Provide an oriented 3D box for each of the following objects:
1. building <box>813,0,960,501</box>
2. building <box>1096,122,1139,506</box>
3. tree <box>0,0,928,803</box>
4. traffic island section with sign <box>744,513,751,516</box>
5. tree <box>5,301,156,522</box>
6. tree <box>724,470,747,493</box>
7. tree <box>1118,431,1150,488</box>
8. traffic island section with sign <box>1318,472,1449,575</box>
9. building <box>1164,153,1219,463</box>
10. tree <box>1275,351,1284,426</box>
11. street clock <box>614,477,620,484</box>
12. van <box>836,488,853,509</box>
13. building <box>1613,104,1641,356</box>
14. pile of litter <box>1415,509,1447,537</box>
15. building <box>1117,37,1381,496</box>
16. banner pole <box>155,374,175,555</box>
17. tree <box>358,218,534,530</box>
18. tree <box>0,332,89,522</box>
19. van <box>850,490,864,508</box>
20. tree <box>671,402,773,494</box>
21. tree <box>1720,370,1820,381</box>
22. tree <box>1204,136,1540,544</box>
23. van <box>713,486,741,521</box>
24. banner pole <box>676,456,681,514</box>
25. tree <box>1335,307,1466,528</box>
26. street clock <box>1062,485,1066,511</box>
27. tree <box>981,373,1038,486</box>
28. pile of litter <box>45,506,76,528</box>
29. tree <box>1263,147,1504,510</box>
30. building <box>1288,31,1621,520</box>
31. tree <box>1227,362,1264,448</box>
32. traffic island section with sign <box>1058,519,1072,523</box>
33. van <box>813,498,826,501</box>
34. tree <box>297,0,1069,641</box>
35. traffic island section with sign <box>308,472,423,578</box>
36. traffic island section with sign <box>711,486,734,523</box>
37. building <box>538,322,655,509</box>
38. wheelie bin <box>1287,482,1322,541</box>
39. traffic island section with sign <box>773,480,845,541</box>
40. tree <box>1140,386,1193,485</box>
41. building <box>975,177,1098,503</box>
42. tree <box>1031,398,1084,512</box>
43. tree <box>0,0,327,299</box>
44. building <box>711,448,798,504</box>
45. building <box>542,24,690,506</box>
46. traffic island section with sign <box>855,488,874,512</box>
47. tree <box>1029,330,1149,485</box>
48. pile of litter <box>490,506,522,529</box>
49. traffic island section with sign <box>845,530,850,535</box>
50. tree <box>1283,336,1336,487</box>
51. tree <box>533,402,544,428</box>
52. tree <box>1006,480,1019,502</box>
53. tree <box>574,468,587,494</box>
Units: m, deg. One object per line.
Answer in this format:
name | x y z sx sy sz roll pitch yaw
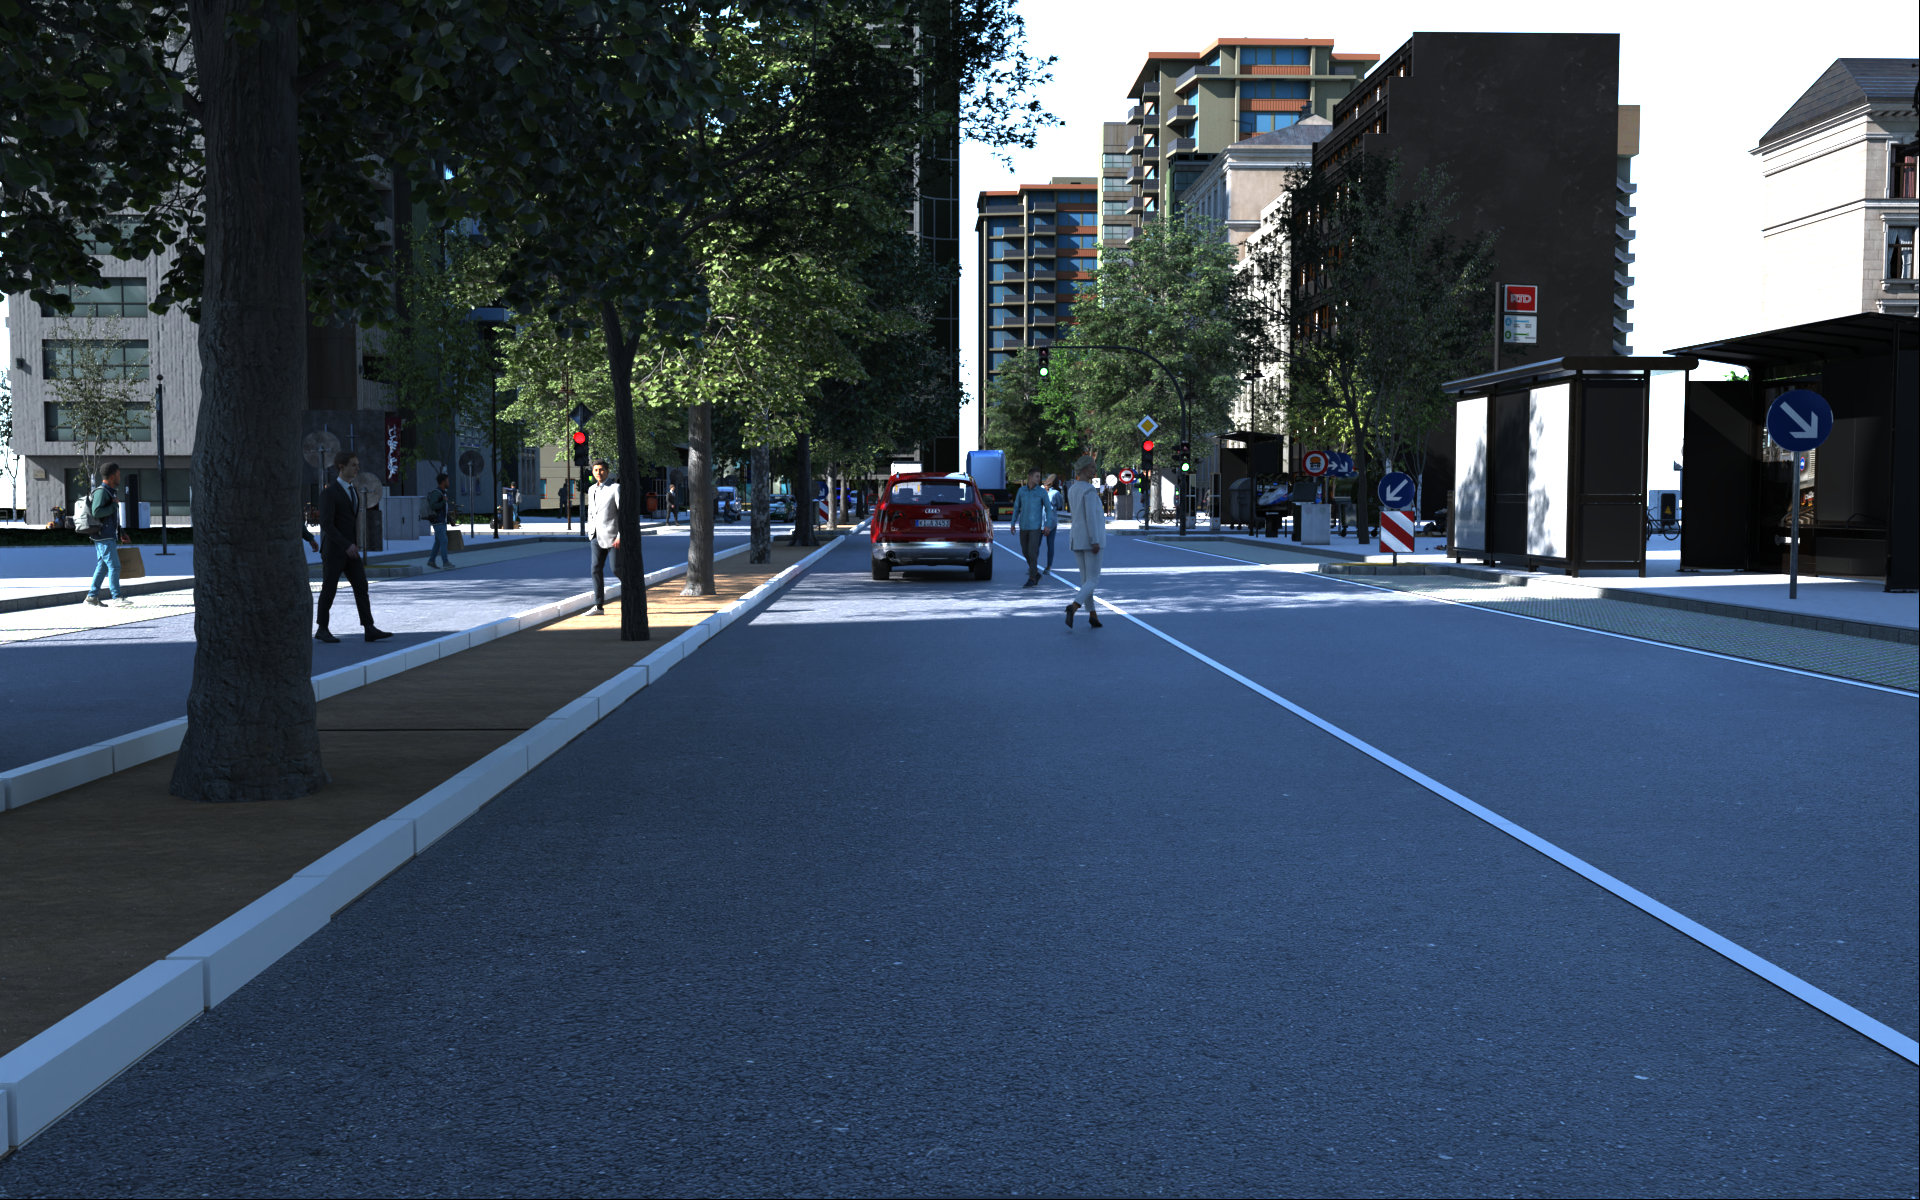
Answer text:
building | -10.299 -48.990 239.235 20.611 71.187 20.563 0 4 -2
building | 22.146 -31.190 193.545 14.154 41.232 14.086 0 4 -2
tree | -3.429 -6.048 8.001 9.857 13.997 8.962 0 3 0
traffic island section with sign | -13.036 -6.379 112.916 1.989 1.847 2.006 0 4 -2
tree | -33.381 -7.128 66.912 4.360 8.622 3.978 0 3 0
tree | -16.555 -8.176 128.281 1.663 3.219 1.824 0 3 0
tree | 12.908 -10.975 129.799 4.360 8.622 3.978 0 3 0
traffic island section with sign | 7.560 -1.385 31.277 1.989 1.847 2.006 0 4 -2
building | 24.398 -23.115 149.630 14.160 30.474 14.107 0 4 -2
tree | 16.629 -8.029 81.641 4.737 8.622 4.395 0 3 0
street clock | -14.261 -4.171 72.773 0.471 2.002 0.358 -3 5 -42
van | -11.422 -9.920 166.572 2.240 2.365 5.245 0 4 -4
building | 66.242 -33.356 195.481 14.200 45.320 14.600 0 4 -2
pile of litter | 14.341 -2.299 51.557 1.719 0.858 1.176 3 5 41
building | 28.091 -31.613 171.494 22.147 44.769 28.867 0 4 -2
banner pole | -16.663 -2.819 36.104 0.401 3.779 0.863 -1 4 -16
tree | -13.717 -5.832 45.716 4.737 8.622 4.395 0 3 0
tree | -43.868 -7.953 80.396 4.360 8.622 3.978 0 3 0
van | -10.988 -10.849 184.389 2.013 2.044 4.112 0 4 0
tree | -16.768 -12.032 122.483 9.928 11.665 9.643 0 3 0
tree | 17.923 -3.297 37.620 4.285 4.588 4.351 0 3 0
tree | 10.465 -6.732 44.485 8.767 10.594 7.601 1 4 11
van | -12.633 -5.221 92.377 2.013 2.044 4.112 0 4 -2
banner pole | -18.573 -7.567 113.734 0.401 3.779 0.863 -1 4 -17
tree | 17.167 -7.017 65.088 4.737 8.622 4.395 0 3 0
street clock | 8.086 -7.940 134.388 0.358 2.002 0.471 1 4 20
tree | 6.281 -15.943 171.030 12.009 13.543 11.850 0 3 0
pile of litter | -32.655 -2.992 62.890 1.719 0.858 1.176 0 4 4
tree | 9.610 -5.355 37.914 4.360 8.622 3.978 0 3 0
building | 25.306 -16.017 91.552 12.332 23.373 15.834 0 4 -2
tree | 15.716 -8.547 90.101 4.360 8.622 3.978 0 3 0
traffic island section with sign | 5.912 -4.734 86.034 1.989 1.847 2.006 0 4 -2
van | -11.082 -7.565 130.706 2.013 2.044 4.112 0 4 -1
tree | -3.156 -4.897 16.929 8.767 10.594 7.601 0 4 -2
traffic island section with sign | -10.540 -1.325 30.290 1.989 1.847 2.006 0 4 -2
traffic island section with sign | -12.207 -4.701 85.495 1.989 1.847 2.006 0 4 -2
building | -42.209 -18.649 149.955 27.650 21.520 28.899 0 4 -2
wheelie bin | 9.347 -2.389 46.971 0.980 1.594 0.693 2 4 24
traffic island section with sign | -4.674 -2.766 53.353 2.006 1.907 1.989 0 4 -2
tree | 14.365 -10.300 118.762 4.737 8.622 4.395 0 3 0
building | 15.103 -35.911 241.763 28.867 44.769 22.147 0 4 -2
tree | 7.463 -10.795 126.868 4.737 8.622 4.395 0 3 0
tree | -13.865 -6.883 22.902 12.009 13.543 11.850 0 3 0
building | -35.884 -38.020 241.229 30.456 49.044 23.786 0 4 -2
building | -39.001 -33.699 174.677 21.300 48.544 21.600 0 4 -2
traffic island section with sign | -7.180 -7.812 135.861 2.006 1.907 1.989 0 4 -2
tree | 8.217 -11.052 106.454 9.928 11.665 9.643 0 3 0
pile of litter | -16.601 -3.036 63.605 1.176 0.858 1.719 2 4 24
traffic island section with sign | -4.890 -3.218 60.757 2.006 1.907 1.989 0 4 -2
tree | 17.029 -7.692 76.129 4.737 8.622 4.395 0 3 0
tree | -22.816 -8.287 85.851 4.737 8.622 4.395 0 3 0
tree | 5.628 -12.182 193.777 1.663 3.219 1.824 0 3 0
tree | -26.666 -7.889 123.584 1.663 3.219 1.824 0 3 0
